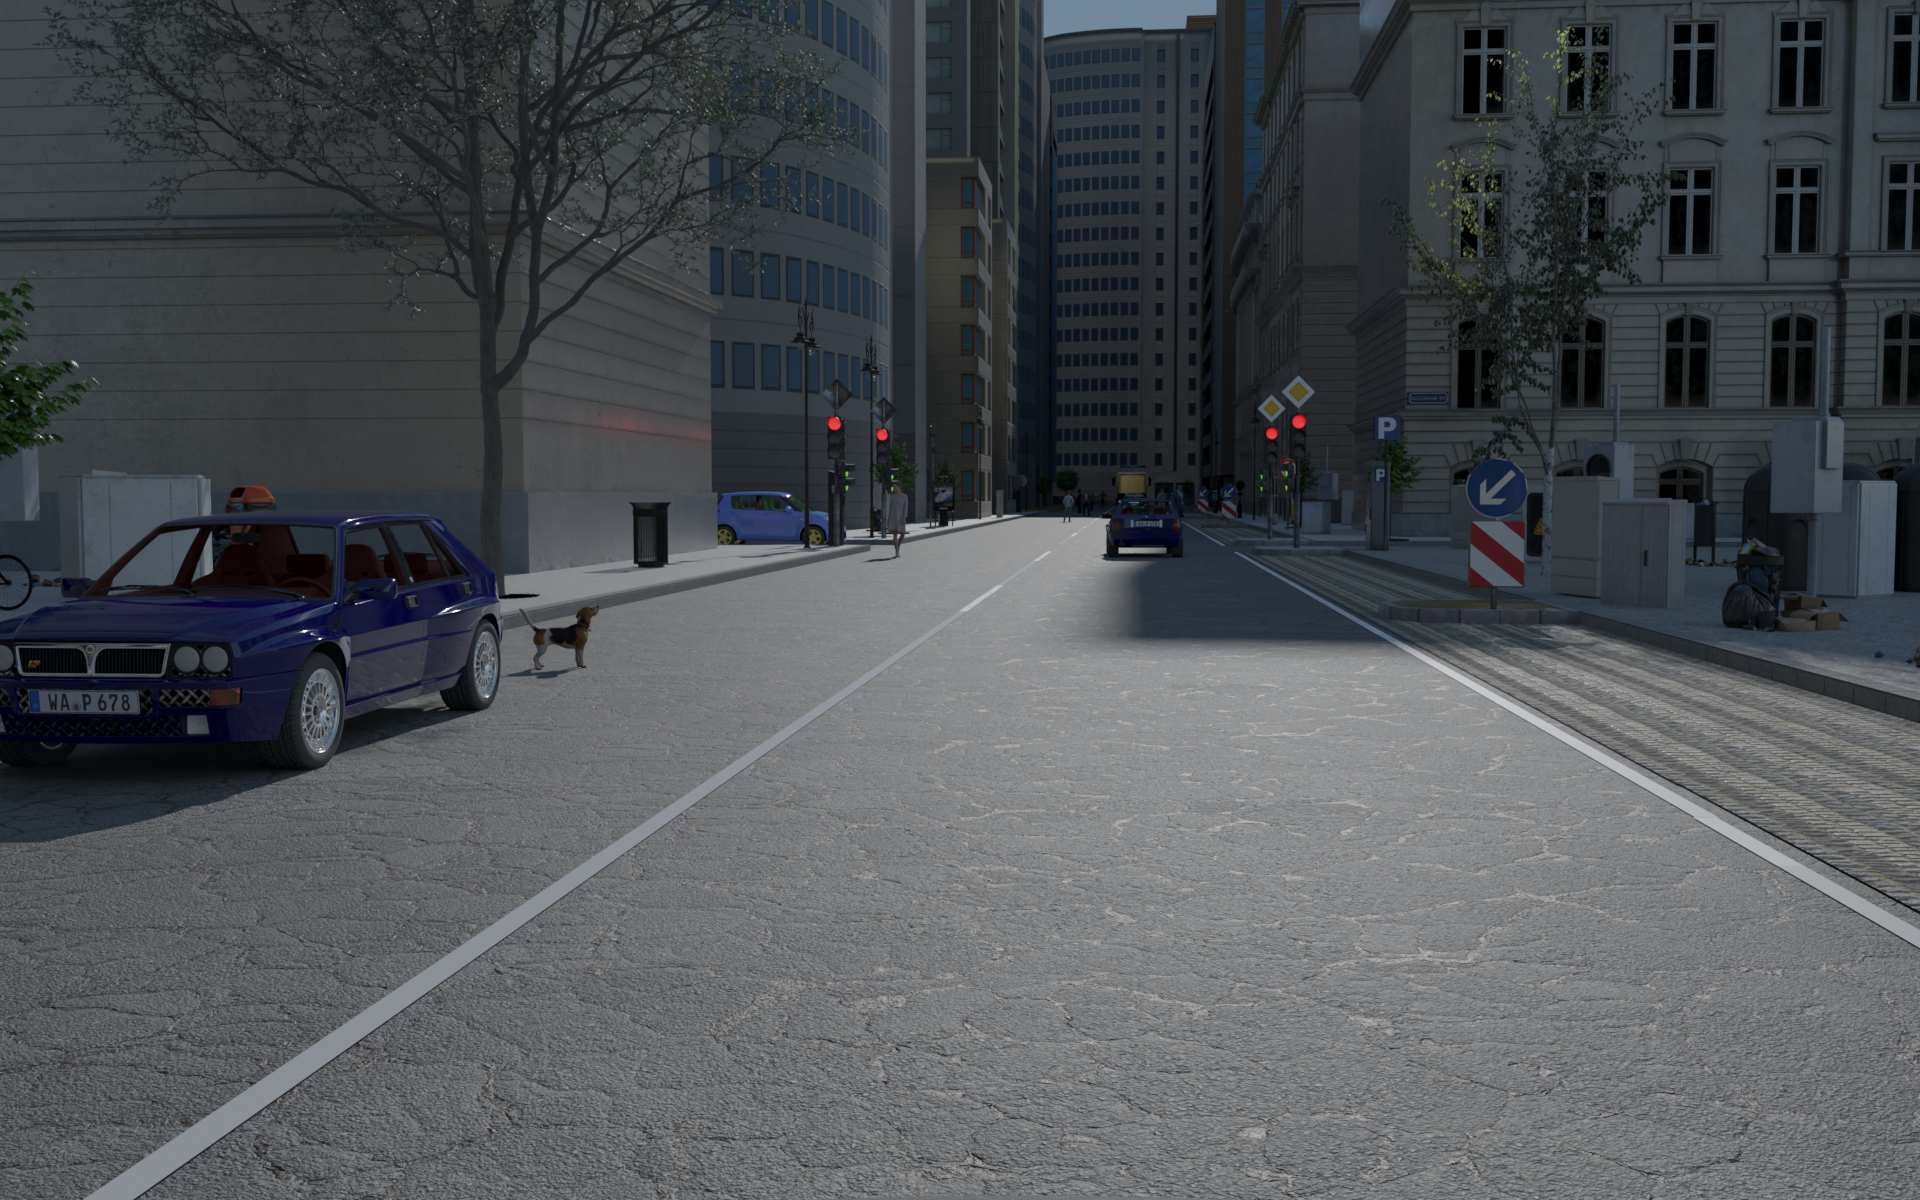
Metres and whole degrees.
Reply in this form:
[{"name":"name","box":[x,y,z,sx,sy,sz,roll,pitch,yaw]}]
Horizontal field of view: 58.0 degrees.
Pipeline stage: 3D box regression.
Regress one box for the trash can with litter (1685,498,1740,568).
[{"name":"trash can with litter","box":[13.405,-1.207,30.793,1.678,1.210,2.233,-1,4,-14]}]

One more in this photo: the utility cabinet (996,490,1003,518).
[{"name":"utility cabinet","box":[2.125,-5.153,92.925,0.318,1.500,1.173,0,4,5]}]

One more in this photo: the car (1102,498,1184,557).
[{"name":"car","box":[4.293,-1.710,40.535,1.945,1.354,3.894,0,4,4]}]

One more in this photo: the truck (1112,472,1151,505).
[{"name":"truck","box":[14.885,-9.420,149.938,3.469,3.379,9.791,0,4,5]}]

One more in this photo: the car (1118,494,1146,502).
[{"name":"car","box":[10.826,-5.844,107.348,2.131,1.459,4.920,0,4,7]}]

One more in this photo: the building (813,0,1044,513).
[{"name":"building","box":[-3.856,-37.375,153.076,21.231,58.520,28.212,0,4,6]}]

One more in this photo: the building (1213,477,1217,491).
[{"name":"building","box":[32.916,-43.492,149.344,20.563,71.187,20.611,0,4,6]}]

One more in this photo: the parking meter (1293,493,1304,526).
[{"name":"parking meter","box":[13.393,-3.848,68.618,0.399,1.863,0.255,2,4,23]}]

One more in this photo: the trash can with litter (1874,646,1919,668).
[{"name":"trash can with litter","box":[7.887,-0.125,13.108,1.678,1.210,2.233,3,5,42]}]

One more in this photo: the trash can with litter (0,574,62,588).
[{"name":"trash can with litter","box":[-12.513,-0.817,24.422,2.233,1.210,1.678,1,4,20]}]

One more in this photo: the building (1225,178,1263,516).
[{"name":"building","box":[24.259,-16.454,110.824,13.314,21.916,24.055,0,4,6]}]

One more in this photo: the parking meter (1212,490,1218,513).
[{"name":"parking meter","box":[17.123,-6.591,116.169,0.372,1.533,0.369,0,3,0]}]

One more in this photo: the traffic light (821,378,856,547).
[{"name":"traffic light","box":[-2.983,-3.253,42.109,0.839,4.253,0.868,0,4,6]}]

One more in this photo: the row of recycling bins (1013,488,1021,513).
[{"name":"row of recycling bins","box":[2.463,-6.905,120.002,3.534,1.692,1.069,0,4,3]}]

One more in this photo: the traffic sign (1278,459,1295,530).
[{"name":"traffic sign","box":[11.824,-3.810,62.392,0.768,2.556,0.104,1,4,10]}]

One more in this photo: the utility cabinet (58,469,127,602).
[{"name":"utility cabinet","box":[-8.049,-0.455,16.125,0.318,1.500,1.173,-3,5,-41]}]

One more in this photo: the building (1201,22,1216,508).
[{"name":"building","box":[35.232,-33.494,171.323,21.300,48.544,21.600,0,4,6]}]

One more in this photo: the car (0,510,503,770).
[{"name":"car","box":[-4.091,0.141,10.282,1.945,1.354,3.894,0,4,4]}]

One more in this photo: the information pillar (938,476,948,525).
[{"name":"information pillar","box":[-0.699,-4.054,70.772,0.304,2.012,0.304,-2,4,-26]}]

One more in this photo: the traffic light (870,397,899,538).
[{"name":"traffic light","box":[-2.189,-3.739,50.055,0.839,4.253,0.868,0,4,6]}]

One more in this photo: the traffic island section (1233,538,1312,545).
[{"name":"traffic island section","box":[8.809,-1.640,49.090,2.009,0.180,2.903,0,4,6]}]

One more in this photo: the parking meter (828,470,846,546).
[{"name":"parking meter","box":[-3.052,-2.275,42.911,0.399,1.863,0.255,1,4,9]}]

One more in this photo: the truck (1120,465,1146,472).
[{"name":"truck","box":[17.398,-11.326,174.098,2.839,4.237,11.283,0,4,6]}]

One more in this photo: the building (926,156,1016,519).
[{"name":"building","box":[-11.371,-15.881,104.691,27.650,21.520,28.899,0,4,6]}]

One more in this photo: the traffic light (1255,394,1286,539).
[{"name":"traffic light","box":[8.770,-3.673,48.980,0.839,4.253,0.868,0,4,6]}]

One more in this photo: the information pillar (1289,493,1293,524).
[{"name":"information pillar","box":[14.275,-5.036,73.685,0.504,3.616,0.183,-3,4,-38]}]

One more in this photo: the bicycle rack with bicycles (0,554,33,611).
[{"name":"bicycle rack with bicycles","box":[-11.842,-0.298,18.261,2.925,0.926,2.852,1,4,13]}]

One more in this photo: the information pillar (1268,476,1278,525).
[{"name":"information pillar","box":[13.038,-4.139,72.161,0.304,2.012,0.304,2,4,35]}]

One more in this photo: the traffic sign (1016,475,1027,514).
[{"name":"traffic sign","box":[4.007,-6.920,113.249,0.768,2.556,0.104,1,4,9]}]

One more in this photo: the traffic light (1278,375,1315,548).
[{"name":"traffic light","box":[7.976,-3.187,41.034,0.839,4.253,0.868,0,4,6]}]

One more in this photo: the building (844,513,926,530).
[{"name":"building","box":[-13.397,-32.045,65.927,21.231,58.520,28.212,0,4,6]}]

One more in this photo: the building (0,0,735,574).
[{"name":"building","box":[-17.367,-15.124,34.672,23.554,28.519,14.401,0,4,6]}]

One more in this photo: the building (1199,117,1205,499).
[{"name":"building","box":[33.438,-30.978,190.081,14.154,41.232,14.086,0,4,6]}]

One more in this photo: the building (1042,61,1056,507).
[{"name":"building","box":[1.737,-32.057,174.250,14.600,45.320,14.200,0,4,6]}]

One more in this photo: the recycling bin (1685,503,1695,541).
[{"name":"recycling bin","box":[20.020,-2.179,48.176,0.722,1.027,0.722,1,4,17]}]

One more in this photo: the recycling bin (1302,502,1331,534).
[{"name":"recycling bin","box":[11.465,-2.640,55.714,0.722,1.027,0.722,3,4,36]}]

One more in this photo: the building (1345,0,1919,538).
[{"name":"building","box":[30.547,-14.395,54.441,34.723,24.649,14.460,0,4,6]}]

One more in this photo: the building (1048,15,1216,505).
[{"name":"building","box":[20.979,-41.353,218.112,28.212,58.520,21.231,0,4,6]}]

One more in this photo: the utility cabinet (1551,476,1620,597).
[{"name":"utility cabinet","box":[7.843,-0.798,21.722,0.318,1.500,1.173,0,4,-7]}]

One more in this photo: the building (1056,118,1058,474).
[{"name":"building","box":[3.354,-33.141,191.969,14.200,45.320,14.600,0,4,6]}]

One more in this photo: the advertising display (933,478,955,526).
[{"name":"advertising display","box":[-0.633,-3.899,68.956,0.974,1.923,0.123,2,4,35]}]

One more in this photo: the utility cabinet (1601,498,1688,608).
[{"name":"utility cabinet","box":[7.837,-0.534,19.899,0.306,1.237,1.020,-1,4,-23]}]

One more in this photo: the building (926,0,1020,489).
[{"name":"building","box":[-2.946,-27.444,132.299,14.154,41.232,14.086,0,4,6]}]

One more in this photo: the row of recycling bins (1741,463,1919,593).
[{"name":"row of recycling bins","box":[12.295,-0.970,22.978,3.534,1.692,1.069,0,4,7]}]

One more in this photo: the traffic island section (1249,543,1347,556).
[{"name":"traffic island section","box":[8.015,-1.154,41.144,2.009,0.180,2.903,0,4,6]}]

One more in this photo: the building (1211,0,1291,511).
[{"name":"building","box":[26.854,-29.546,133.184,14.600,45.320,14.200,0,4,6]}]

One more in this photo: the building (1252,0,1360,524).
[{"name":"building","box":[21.605,-17.676,86.267,12.463,27.353,25.104,0,4,6]}]

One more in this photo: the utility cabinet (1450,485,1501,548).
[{"name":"utility cabinet","box":[12.048,-1.946,40.501,0.318,1.500,1.173,-3,4,-37]}]
